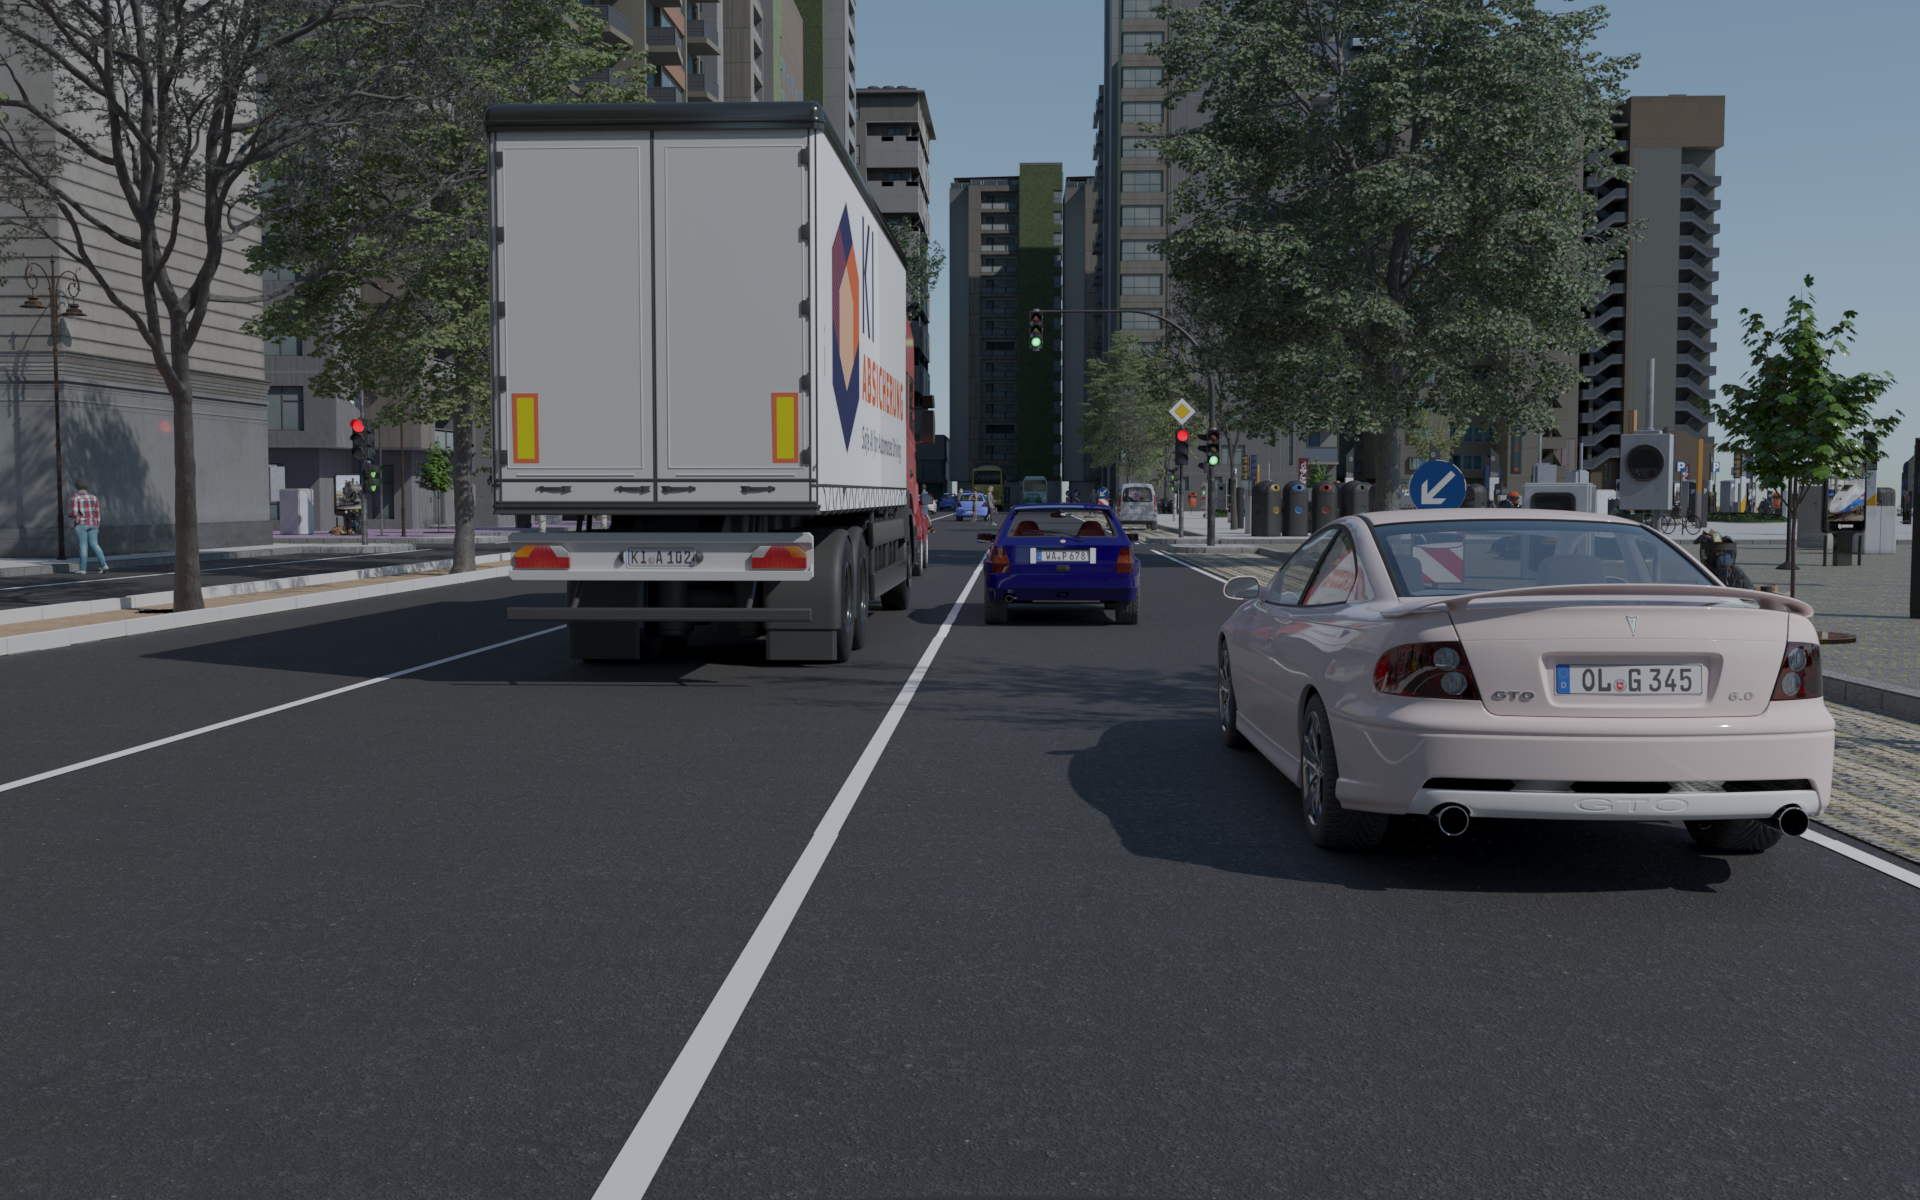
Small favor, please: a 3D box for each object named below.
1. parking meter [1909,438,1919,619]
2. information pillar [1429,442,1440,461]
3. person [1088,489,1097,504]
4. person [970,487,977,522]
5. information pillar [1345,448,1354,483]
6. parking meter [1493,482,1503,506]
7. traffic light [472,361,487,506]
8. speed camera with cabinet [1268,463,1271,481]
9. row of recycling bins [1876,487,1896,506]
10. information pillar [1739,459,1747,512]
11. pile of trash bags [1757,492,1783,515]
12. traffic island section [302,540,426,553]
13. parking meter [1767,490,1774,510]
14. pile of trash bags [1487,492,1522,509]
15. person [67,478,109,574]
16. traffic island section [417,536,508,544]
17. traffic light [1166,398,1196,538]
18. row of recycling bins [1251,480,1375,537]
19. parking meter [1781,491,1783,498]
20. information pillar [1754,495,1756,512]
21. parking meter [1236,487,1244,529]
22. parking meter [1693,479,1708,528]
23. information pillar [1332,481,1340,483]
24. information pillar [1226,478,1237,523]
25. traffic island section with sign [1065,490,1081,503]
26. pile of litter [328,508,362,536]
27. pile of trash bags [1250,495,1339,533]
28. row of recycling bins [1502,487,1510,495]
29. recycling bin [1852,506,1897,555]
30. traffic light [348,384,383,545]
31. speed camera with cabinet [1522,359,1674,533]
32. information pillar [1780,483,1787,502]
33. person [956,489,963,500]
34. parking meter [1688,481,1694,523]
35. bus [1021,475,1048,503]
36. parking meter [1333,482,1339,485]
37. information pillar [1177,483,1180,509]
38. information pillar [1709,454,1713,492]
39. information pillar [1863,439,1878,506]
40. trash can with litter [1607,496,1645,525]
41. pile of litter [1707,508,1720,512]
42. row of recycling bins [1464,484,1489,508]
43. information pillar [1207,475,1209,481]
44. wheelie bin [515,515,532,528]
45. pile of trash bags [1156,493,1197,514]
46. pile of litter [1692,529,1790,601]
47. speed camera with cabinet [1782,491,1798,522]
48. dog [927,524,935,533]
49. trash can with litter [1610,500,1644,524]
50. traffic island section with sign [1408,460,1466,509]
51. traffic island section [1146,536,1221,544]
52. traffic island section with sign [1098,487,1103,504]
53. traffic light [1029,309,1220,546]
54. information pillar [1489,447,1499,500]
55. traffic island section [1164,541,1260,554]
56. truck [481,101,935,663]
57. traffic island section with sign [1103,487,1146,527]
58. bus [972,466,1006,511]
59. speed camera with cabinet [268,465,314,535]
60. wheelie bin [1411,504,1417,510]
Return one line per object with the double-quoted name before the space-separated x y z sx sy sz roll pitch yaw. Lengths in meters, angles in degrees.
"parking meter" 10.015 -0.738 17.773 0.255 1.863 0.399 -1 4 -18
"information pillar" 21.426 -5.315 78.258 0.504 3.616 0.183 0 4 -4
"person" 9.209 -6.834 120.404 0.661 1.801 0.590 -1 4 -19
"person" 0.720 -4.957 89.891 0.374 1.781 0.599 0 4 -3
"information pillar" 19.764 -5.907 87.933 0.504 3.616 0.183 -2 4 -27
"parking meter" 26.363 -4.843 84.894 0.399 1.863 0.255 1 4 23
"traffic light" -12.585 -4.695 51.427 4.771 5.953 1.251 0 4 2
"speed camera with cabinet" 19.954 -7.207 112.167 0.660 3.252 2.038 1 4 22
"row of recycling bins" 55.675 -5.950 104.396 1.069 1.692 3.534 3 4 39
"information pillar" 37.112 -5.551 82.112 0.504 3.616 0.183 -3 5 -42
"pile of trash bags" 44.505 -5.181 94.456 1.912 1.369 3.447 2 4 23
"traffic island section" -15.006 -1.305 43.623 2.009 0.180 2.903 0 4 2
"parking meter" 47.978 -5.759 102.567 0.372 1.533 0.369 0 3 0
"pile of trash bags" 22.795 -3.717 70.519 1.912 1.369 3.447 0 4 6
"person" -15.646 -1.326 31.023 0.643 1.720 0.563 2 4 26
"traffic island section" -14.718 -1.793 51.603 2.009 0.180 2.903 0 4 2
"traffic light" 6.469 -3.780 50.723 0.839 4.253 0.868 0 4 2
"row of recycling bins" 10.549 -2.765 52.328 3.534 1.692 1.069 0 4 -5
"parking meter" 49.710 -5.872 104.410 0.372 1.533 0.369 0 3 0
"information pillar" 48.472 -6.201 105.874 0.304 2.012 0.304 3 4 39
"parking meter" 10.308 -3.399 63.983 0.372 1.533 0.369 0 3 0
"parking meter" 28.251 -3.682 65.919 0.399 1.863 0.255 -2 4 -34
"information pillar" 21.529 -5.793 99.213 0.304 2.012 0.304 3 4 38
"information pillar" 12.139 -4.447 77.196 0.304 2.012 0.304 -1 4 -20
"traffic island section with sign" 10.205 -8.842 153.194 1.989 1.847 2.006 0 4 2
"pile of litter" -19.125 -2.438 53.819 1.176 0.858 1.719 1 4 14
"pile of trash bags" 11.052 -2.914 57.397 3.447 1.369 1.912 -2 4 -28
"row of recycling bins" 30.386 -5.531 97.543 1.069 1.692 3.534 2 4 24
"recycling bin" 19.459 -1.494 36.983 0.722 1.027 0.722 0 4 0
"traffic light" -14.966 -3.337 43.487 0.839 4.253 0.868 0 4 2
"speed camera with cabinet" 9.388 -1.908 25.538 2.038 3.252 0.660 2 4 27
"information pillar" 55.595 -6.880 116.981 0.304 2.012 0.304 3 5 40
"person" 0.027 -6.793 119.744 0.537 1.800 0.526 1 4 18
"parking meter" 33.100 -4.431 78.151 0.399 1.863 0.255 2 4 31
"bus" 8.047 -11.732 186.682 2.948 3.499 13.247 0 4 2
"parking meter" 17.464 -4.555 80.178 0.399 1.863 0.255 1 4 15
"information pillar" 14.703 -6.820 115.998 0.304 2.012 0.304 -1 4 -17
"information pillar" 44.036 -6.743 101.600 0.183 3.616 0.504 2 4 35
"information pillar" 31.961 -4.253 60.897 0.504 3.616 0.183 3 5 40
"trash can with litter" 25.094 -3.320 65.342 2.233 1.210 1.678 2 4 31
"pile of litter" 52.447 -6.548 121.024 1.176 0.858 1.719 -2 4 -25
"row of recycling bins" 20.236 -3.815 69.490 1.069 1.692 3.534 0 4 0
"information pillar" 14.822 -6.867 103.632 0.183 3.616 0.504 1 4 10
"wheelie bin" -16.536 -3.522 65.487 0.693 1.594 0.980 -1 4 -23
"pile of trash bags" 13.432 -6.152 110.332 3.447 1.369 1.912 -1 4 -9
"pile of litter" 9.553 -0.456 21.419 1.176 0.858 1.719 0 4 1
"speed camera with cabinet" 39.418 -5.270 80.492 2.038 3.252 0.660 1 4 15
"dog" -1.202 -2.719 64.653 0.550 0.427 0.748 0 4 1
"trash can with litter" 15.470 -1.725 39.592 1.055 1.170 0.624 -1 4 -17
"traffic island section with sign" 5.433 -0.743 20.783 1.989 1.847 2.006 0 4 2
"traffic island section" 6.509 -1.746 50.836 2.009 0.180 2.903 0 4 2
"traffic island section with sign" 8.419 -5.806 103.559 1.989 1.847 2.006 0 4 2
"traffic light" 4.088 -4.160 42.677 4.771 5.953 1.251 0 4 2
"information pillar" 26.703 -5.828 86.645 0.504 3.616 0.183 -1 4 -9
"traffic island section" 6.221 -1.258 42.856 2.009 0.180 2.903 0 4 2
"truck" -1.946 -1.781 18.037 2.839 4.237 11.283 0 4 3
"traffic island section with sign" 7.433 -4.128 76.119 1.989 1.847 2.006 0 4 2
"bus" 2.476 -9.624 148.905 2.896 3.916 12.252 0 4 2
"speed camera with cabinet" -21.331 -3.696 54.759 2.038 3.252 0.660 2 4 31
"wheelie bin" 16.154 -3.226 60.648 0.693 1.594 0.980 1 4 9
